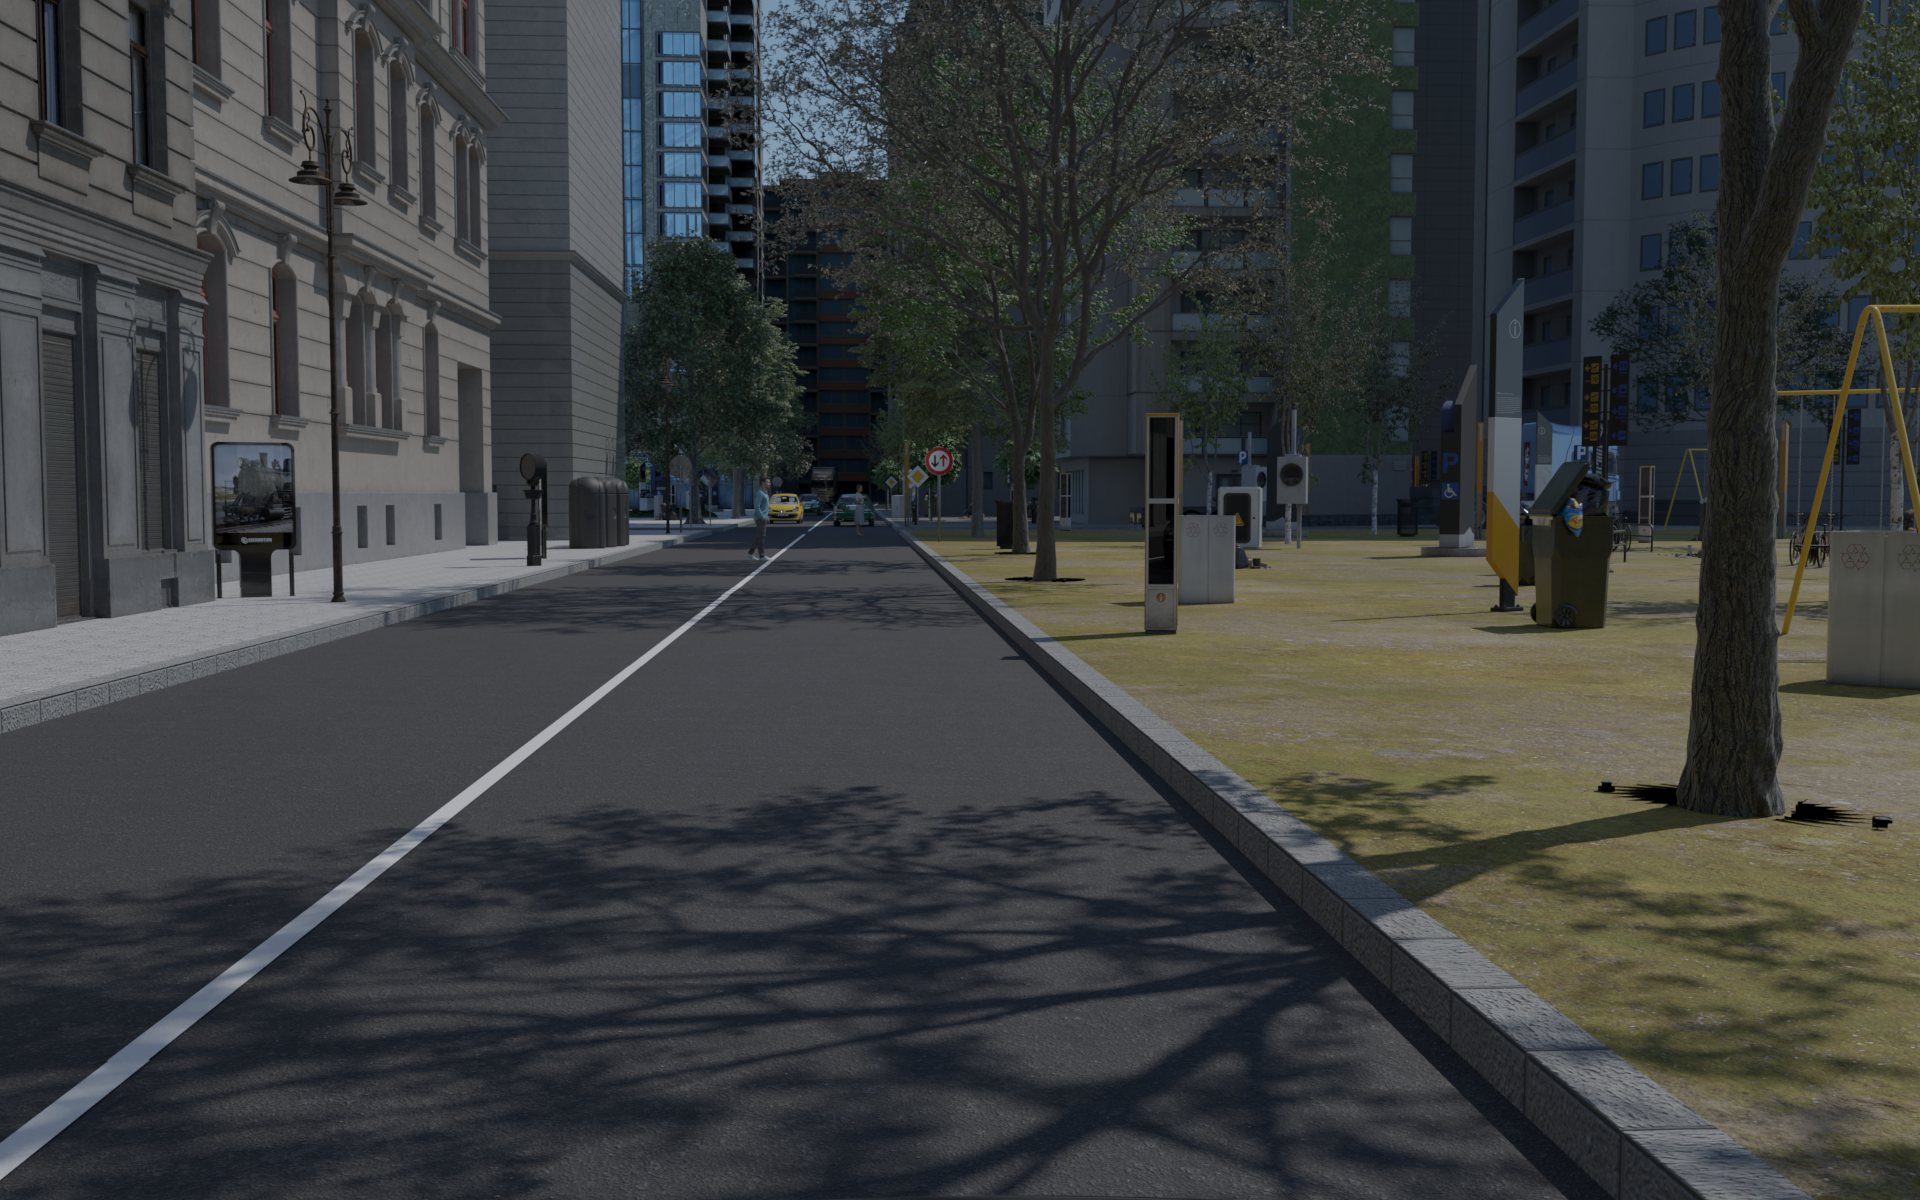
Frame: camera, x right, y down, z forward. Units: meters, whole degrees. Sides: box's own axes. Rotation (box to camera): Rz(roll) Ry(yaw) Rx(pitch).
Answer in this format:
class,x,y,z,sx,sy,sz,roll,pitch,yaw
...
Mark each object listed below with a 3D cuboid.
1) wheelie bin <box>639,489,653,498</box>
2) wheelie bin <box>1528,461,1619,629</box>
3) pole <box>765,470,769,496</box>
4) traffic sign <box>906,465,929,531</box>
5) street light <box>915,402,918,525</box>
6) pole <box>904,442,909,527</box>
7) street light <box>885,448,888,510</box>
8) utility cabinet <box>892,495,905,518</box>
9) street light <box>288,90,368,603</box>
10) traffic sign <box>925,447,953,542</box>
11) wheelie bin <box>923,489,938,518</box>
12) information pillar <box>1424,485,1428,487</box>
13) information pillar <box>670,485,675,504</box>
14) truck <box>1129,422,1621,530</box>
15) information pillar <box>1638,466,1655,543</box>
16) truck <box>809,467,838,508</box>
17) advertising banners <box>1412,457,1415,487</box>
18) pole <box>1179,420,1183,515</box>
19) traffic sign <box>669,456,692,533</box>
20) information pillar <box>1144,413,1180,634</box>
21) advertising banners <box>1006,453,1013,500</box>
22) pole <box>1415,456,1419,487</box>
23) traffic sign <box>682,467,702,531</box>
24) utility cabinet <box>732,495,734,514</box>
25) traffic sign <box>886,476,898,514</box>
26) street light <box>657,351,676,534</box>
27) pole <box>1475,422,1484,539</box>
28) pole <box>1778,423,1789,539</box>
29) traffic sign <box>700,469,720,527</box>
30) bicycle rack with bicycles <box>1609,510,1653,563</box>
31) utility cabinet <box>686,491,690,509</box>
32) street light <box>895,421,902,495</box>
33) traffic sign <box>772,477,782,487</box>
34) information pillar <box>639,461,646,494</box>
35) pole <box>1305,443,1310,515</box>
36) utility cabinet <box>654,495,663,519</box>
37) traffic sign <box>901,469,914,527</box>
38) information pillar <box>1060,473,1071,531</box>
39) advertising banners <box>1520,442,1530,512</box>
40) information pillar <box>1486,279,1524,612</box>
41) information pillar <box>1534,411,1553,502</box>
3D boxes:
class,x,y,z,sx,sy,sz,roll,pitch,yaw
wheelie bin,-21.038,-6.604,115.887,0.980,1.594,0.693,1,4,9
wheelie bin,5.926,-0.541,16.760,0.693,1.594,0.980,0,4,-2
pole,-12.680,-7.336,113.783,0.158,3.312,0.155,0,3,0
traffic sign,-1.468,-3.462,60.248,0.795,2.450,0.064,0,4,-3
street light,-1.797,-6.025,71.302,0.468,5.910,1.993,0,4,-3
pole,-2.086,-4.537,68.028,0.158,3.312,0.155,0,3,0
street light,-6.074,-10.402,142.865,0.468,5.910,1.993,0,4,-3
utility cabinet,-3.302,-4.957,92.213,0.306,1.237,1.020,-2,4,-28
street light,-7.382,-2.912,20.392,0.468,5.910,1.993,0,4,-3
traffic sign,-0.559,-2.840,46.532,0.768,2.556,0.104,0,4,-2
wheelie bin,-1.587,-5.268,94.040,0.693,1.594,0.980,1,4,16
information pillar,36.536,-8.027,135.736,0.304,2.012,0.304,-2,4,-27
information pillar,-22.519,-8.033,135.830,0.304,2.012,0.304,-1,4,-21
truck,15.799,-4.577,64.588,18.799,4.110,2.967,0,4,-5
information pillar,18.041,-2.510,45.523,0.304,2.012,0.304,3,4,38
truck,-14.267,-11.823,182.226,2.839,4.237,11.283,0,4,-2
advertising banners,21.768,-5.187,80.998,2.074,3.025,0.090,1,4,15
pole,6.070,-3.314,48.021,0.158,3.312,0.155,0,3,0
traffic sign,-9.257,-3.503,57.387,0.768,2.556,0.104,0,4,5
information pillar,1.857,-0.699,15.926,0.304,2.012,0.304,1,4,8
advertising banners,2.312,-4.785,74.419,0.090,3.025,2.074,1,4,20
pole,24.462,-6.051,92.773,0.158,3.312,0.155,0,3,0
traffic sign,-9.300,-3.435,59.802,0.795,2.450,0.064,0,4,-3
utility cabinet,-13.156,-5.589,102.540,0.306,1.237,1.020,1,4,19
traffic sign,-4.353,-6.666,110.181,0.795,2.450,0.064,0,4,2
street light,-9.468,-5.088,55.973,0.468,5.910,1.993,0,4,-3
pole,14.773,-3.390,49.276,0.158,3.312,0.155,0,3,0
pole,23.547,-3.405,49.523,0.158,3.312,0.155,0,3,0
traffic sign,-9.777,-3.922,67.773,0.795,2.450,0.064,0,4,-3
bicycle rack with bicycles,11.067,-1.142,32.060,2.852,0.926,2.925,2,4,31
utility cabinet,-17.344,-6.344,112.410,0.318,1.500,1.173,2,4,24
street light,-3.827,-8.229,107.333,0.468,5.910,1.993,0,4,-3
traffic sign,-13.439,-7.785,127.384,0.768,2.556,0.104,0,4,6
information pillar,-22.356,-7.993,122.035,0.183,3.616,0.504,3,5,44
pole,13.926,-4.619,69.356,0.158,3.312,0.155,0,3,0
utility cabinet,-15.557,-4.781,89.336,0.306,1.237,1.020,0,4,0
traffic sign,-1.945,-3.950,68.219,0.795,2.450,0.064,0,4,-3
information pillar,3.673,-3.412,60.277,0.304,2.012,0.304,2,4,30
advertising banners,18.911,-3.825,58.729,0.090,3.025,2.074,0,4,-3
information pillar,5.925,-1.679,18.813,0.504,3.616,0.183,-3,4,-36
information pillar,16.425,-3.514,48.806,0.504,3.616,0.183,-1,4,-12
